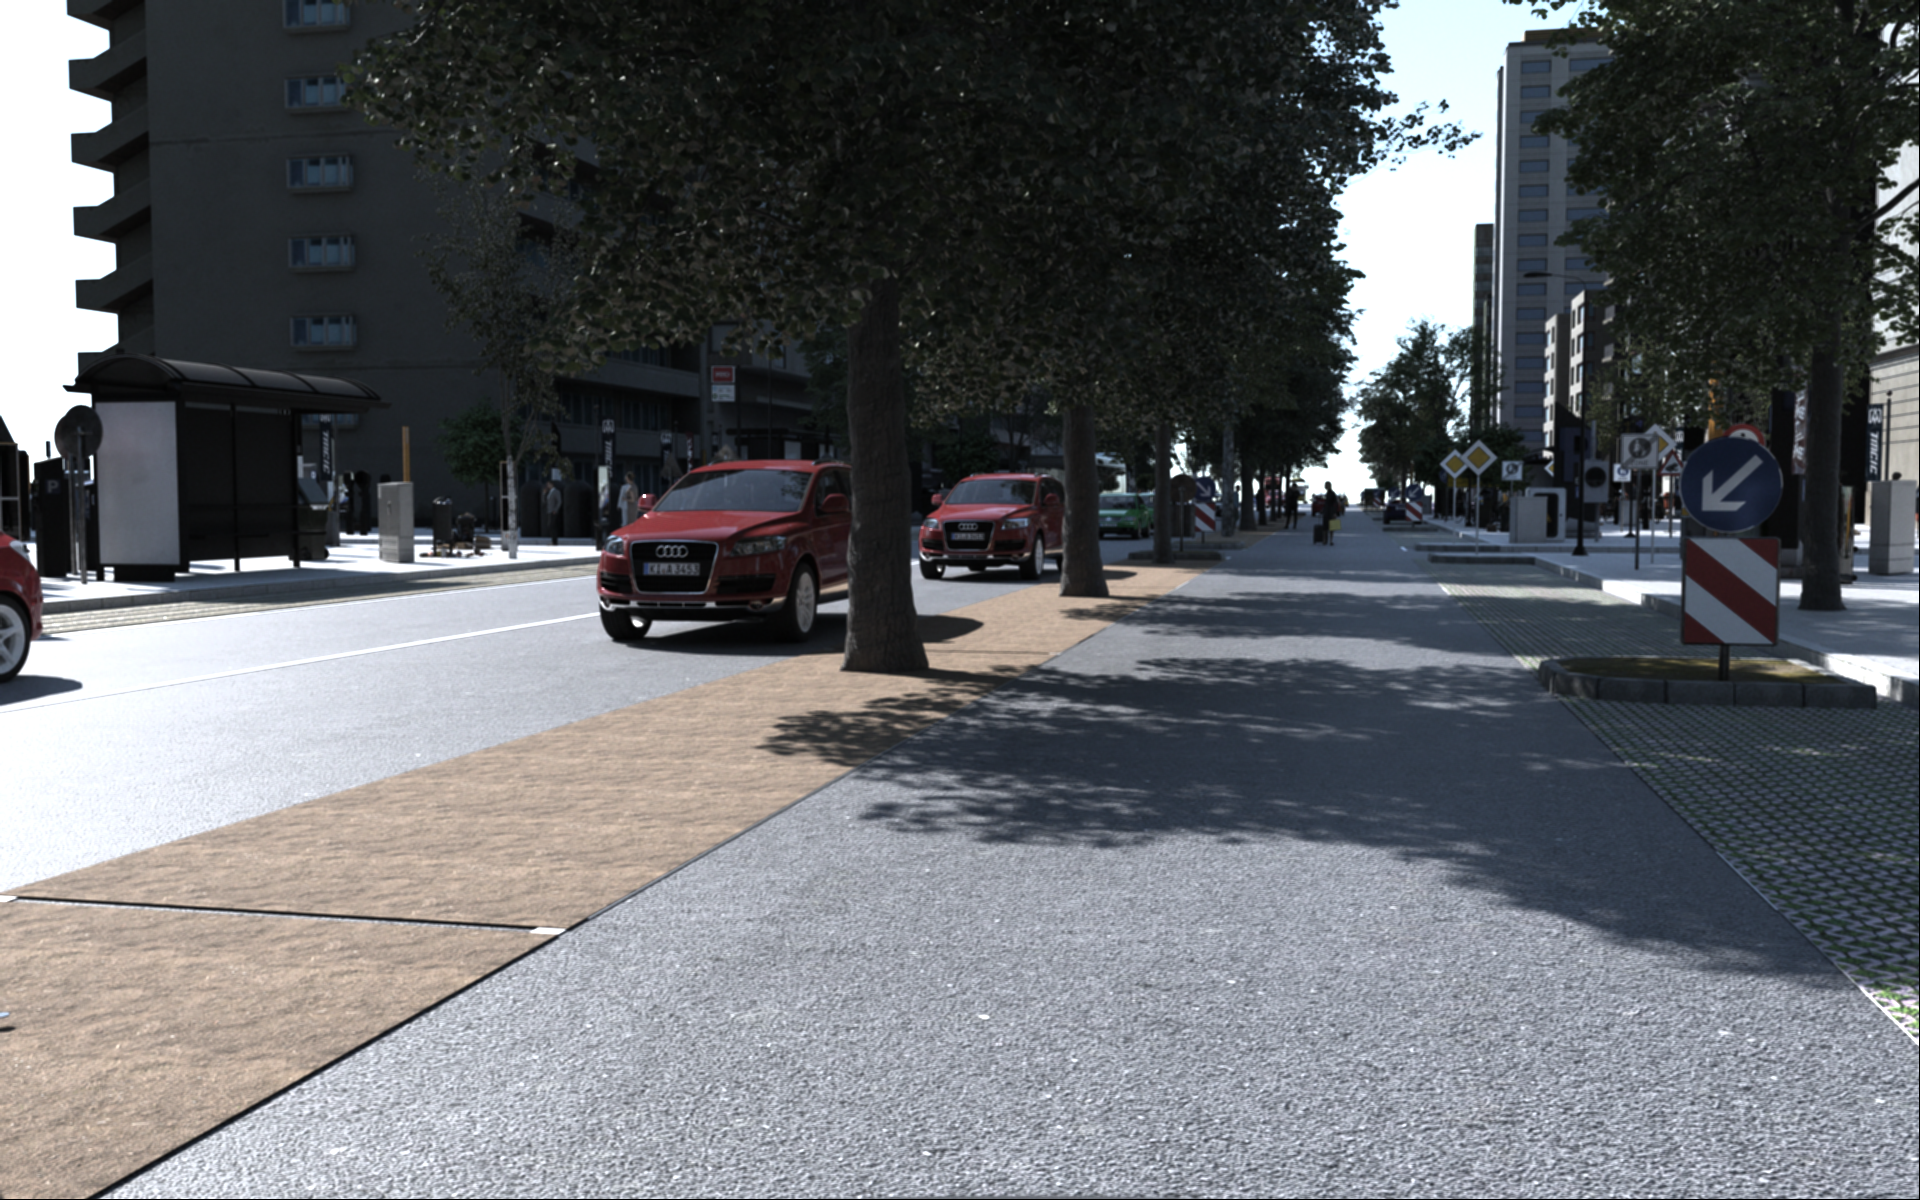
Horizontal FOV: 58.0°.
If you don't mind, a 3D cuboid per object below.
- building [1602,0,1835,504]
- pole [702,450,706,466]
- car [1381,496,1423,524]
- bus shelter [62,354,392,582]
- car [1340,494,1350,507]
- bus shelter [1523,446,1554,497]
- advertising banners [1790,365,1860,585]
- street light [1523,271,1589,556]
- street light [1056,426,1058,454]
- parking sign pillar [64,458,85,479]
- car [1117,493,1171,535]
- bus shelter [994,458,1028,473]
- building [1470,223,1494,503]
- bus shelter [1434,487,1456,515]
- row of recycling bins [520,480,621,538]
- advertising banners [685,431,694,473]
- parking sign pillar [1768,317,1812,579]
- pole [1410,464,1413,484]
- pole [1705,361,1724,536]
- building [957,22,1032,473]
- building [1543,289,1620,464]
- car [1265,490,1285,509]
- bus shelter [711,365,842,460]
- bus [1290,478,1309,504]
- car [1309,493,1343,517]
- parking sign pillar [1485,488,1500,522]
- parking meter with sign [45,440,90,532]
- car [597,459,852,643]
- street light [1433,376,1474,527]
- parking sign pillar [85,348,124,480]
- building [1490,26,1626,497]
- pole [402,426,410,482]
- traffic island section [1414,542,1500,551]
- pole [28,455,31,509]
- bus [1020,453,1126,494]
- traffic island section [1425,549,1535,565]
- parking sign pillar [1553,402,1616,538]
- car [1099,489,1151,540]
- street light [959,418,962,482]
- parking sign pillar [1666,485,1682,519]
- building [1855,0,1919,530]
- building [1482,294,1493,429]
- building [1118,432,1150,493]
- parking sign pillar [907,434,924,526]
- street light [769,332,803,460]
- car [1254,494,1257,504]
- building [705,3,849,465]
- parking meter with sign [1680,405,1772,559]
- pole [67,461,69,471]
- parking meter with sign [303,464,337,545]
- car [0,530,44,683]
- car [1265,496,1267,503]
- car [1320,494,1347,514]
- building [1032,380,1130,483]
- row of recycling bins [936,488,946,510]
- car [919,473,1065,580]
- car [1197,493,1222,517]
[{"bbox_3d":[60.606,-29.020,129.105,22.147,44.769,28.867,1,4,12],"label":"building"},{"bbox_3d":[-11.862,-5.286,80.272,0.158,3.312,0.155,0,3,0],"label":"pole"},{"bbox_3d":[21.114,-4.286,82.664,1.945,1.354,3.894,1,4,12],"label":"car"},{"bbox_3d":[-11.462,-2.066,27.711,2.014,3.302,5.546,1,4,13],"label":"bus shelter"},{"bbox_3d":[41.379,-10.892,188.308,2.015,1.641,3.980,1,4,13],"label":"car"},{"bbox_3d":[25.607,-4.989,75.489,2.014,3.302,5.546,1,4,12],"label":"bus shelter"},{"bbox_3d":[12.029,-1.709,24.134,2.074,3.025,0.090,-3,4,-38],"label":"advertising banners"},{"bbox_3d":[12.448,-3.893,36.192,1.470,5.913,1.316,1,4,12],"label":"street light"},{"bbox_3d":[6.050,-7.702,98.474,1.470,5.913,1.316,1,4,12],"label":"street light"},{"bbox_3d":[-45.133,-6.123,88.579,1.447,3.967,1.447,1,4,12],"label":"parking sign pillar"},{"bbox_3d":[6.704,-3.270,62.254,1.959,1.807,4.718,1,4,14],"label":"car"},{"bbox_3d":[3.060,-6.448,99.354,2.014,3.302,5.546,1,4,12],"label":"bus shelter"},{"bbox_3d":[84.284,-35.341,261.420,14.154,41.232,14.086,1,4,12],"label":"building"},{"bbox_3d":[31.133,-7.336,111.231,1.731,3.624,6.357,1,4,12],"label":"bus shelter"},{"bbox_3d":[-11.488,-2.678,50.902,3.534,1.692,1.069,2,4,27],"label":"row of recycling bins"},{"bbox_3d":[-7.272,-3.212,48.709,0.090,3.025,2.074,1,4,16],"label":"advertising banners"},{"bbox_3d":[12.796,-2.337,26.680,1.447,3.967,1.447,2,4,32],"label":"parking sign pillar"},{"bbox_3d":[30.156,-7.458,115.774,0.158,3.312,0.155,0,3,0],"label":"pole"},{"bbox_3d":[11.550,-1.997,26.502,0.158,3.312,0.155,0,3,0],"label":"pole"},{"bbox_3d":[-5.453,-33.035,163.825,21.300,48.544,21.600,1,4,12],"label":"building"},{"bbox_3d":[69.368,-19.133,157.864,27.650,21.520,28.899,1,4,12],"label":"building"},{"bbox_3d":[31.545,-10.031,172.684,2.281,1.827,5.304,1,4,12],"label":"car"},{"bbox_3d":[-6.132,-4.823,56.489,2.179,5.291,8.768,1,4,12],"label":"bus shelter"},{"bbox_3d":[51.736,-16.680,264.264,2.896,3.916,12.252,1,4,14],"label":"bus"},{"bbox_3d":[23.701,-6.309,112.185,2.155,1.783,4.494,1,4,11],"label":"car"},{"bbox_3d":[24.488,-5.593,79.916,1.447,3.967,1.447,2,4,24],"label":"parking sign pillar"},{"bbox_3d":[-28.869,-3.695,56.678,1.738,3.016,0.543,-1,4,-19],"label":"parking meter with sign"},{"bbox_3d":[-2.099,-0.603,18.539,2.281,1.827,5.304,1,4,13],"label":"car"},{"bbox_3d":[19.453,-5.833,67.917,1.470,5.913,1.316,1,4,12],"label":"street light"},{"bbox_3d":[-15.685,-2.708,32.750,1.447,3.967,1.447,-2,4,-26],"label":"parking sign pillar"},{"bbox_3d":[80.409,-41.817,225.705,21.231,58.520,28.212,1,4,12],"label":"building"},{"bbox_3d":[-16.673,-3.569,52.201,0.158,3.312,0.155,0,3,0],"label":"pole"},{"bbox_3d":[12.710,-1.355,44.438,2.009,0.180,2.903,1,4,12],"label":"traffic island section"},{"bbox_3d":[-48.208,-5.858,89.620,0.158,3.312,0.155,0,3,0],"label":"pole"},{"bbox_3d":[4.956,-4.740,72.354,2.948,3.499,13.247,1,4,12],"label":"bus"},{"bbox_3d":[10.979,-0.878,36.642,2.009,0.180,2.903,1,4,12],"label":"traffic island section"},{"bbox_3d":[18.061,-3.805,50.686,1.447,3.967,1.447,-1,4,-12],"label":"parking sign pillar"},{"bbox_3d":[5.090,-2.879,55.862,1.959,1.807,4.718,1,4,12],"label":"car"},{"bbox_3d":[0.547,-6.178,73.555,1.470,5.913,1.316,1,4,12],"label":"street light"},{"bbox_3d":[37.900,-6.264,90.896,1.447,3.967,1.447,2,4,33],"label":"parking sign pillar"},{"bbox_3d":[48.406,-13.759,58.236,30.059,22.955,16.112,1,4,12],"label":"building"},{"bbox_3d":[81.899,-29.123,247.864,14.160,30.474,14.107,1,4,12],"label":"building"},{"bbox_3d":[13.843,-25.643,264.299,27.650,21.520,28.899,1,4,12],"label":"building"},{"bbox_3d":[-2.064,-4.994,70.119,1.447,3.967,1.447,2,4,33],"label":"parking sign pillar"},{"bbox_3d":[-4.873,-4.691,49.236,1.470,5.913,1.316,1,4,12],"label":"street light"},{"bbox_3d":[38.436,-13.161,224.775,1.945,1.707,3.694,1,4,14],"label":"car"},{"bbox_3d":[-14.026,-33.716,140.497,28.713,52.752,27.495,1,4,12],"label":"building"},{"bbox_3d":[15.041,-2.296,33.809,1.738,3.016,0.543,0,4,6],"label":"parking meter with sign"},{"bbox_3d":[-37.667,-4.860,73.310,0.158,3.312,0.155,0,3,0],"label":"pole"},{"bbox_3d":[-16.503,-2.880,43.357,1.738,3.016,0.543,0,4,4],"label":"parking meter with sign"},{"bbox_3d":[-8.382,-0.169,11.798,2.155,1.783,4.494,1,4,11],"label":"car"},{"bbox_3d":[42.264,-14.268,242.321,2.155,1.783,4.494,1,4,14],"label":"car"},{"bbox_3d":[26.617,-6.951,123.874,2.015,1.641,3.980,1,4,13],"label":"car"},{"bbox_3d":[8.349,-39.541,235.726,28.713,52.752,27.495,1,4,12],"label":"building"},{"bbox_3d":[-1.589,-6.266,109.568,3.534,1.692,1.069,0,4,-4],"label":"row of recycling bins"},{"bbox_3d":[0.778,-1.352,30.772,2.281,1.827,5.304,1,4,14],"label":"car"},{"bbox_3d":[14.377,-5.357,97.374,2.009,1.686,4.222,1,4,14],"label":"car"}]
